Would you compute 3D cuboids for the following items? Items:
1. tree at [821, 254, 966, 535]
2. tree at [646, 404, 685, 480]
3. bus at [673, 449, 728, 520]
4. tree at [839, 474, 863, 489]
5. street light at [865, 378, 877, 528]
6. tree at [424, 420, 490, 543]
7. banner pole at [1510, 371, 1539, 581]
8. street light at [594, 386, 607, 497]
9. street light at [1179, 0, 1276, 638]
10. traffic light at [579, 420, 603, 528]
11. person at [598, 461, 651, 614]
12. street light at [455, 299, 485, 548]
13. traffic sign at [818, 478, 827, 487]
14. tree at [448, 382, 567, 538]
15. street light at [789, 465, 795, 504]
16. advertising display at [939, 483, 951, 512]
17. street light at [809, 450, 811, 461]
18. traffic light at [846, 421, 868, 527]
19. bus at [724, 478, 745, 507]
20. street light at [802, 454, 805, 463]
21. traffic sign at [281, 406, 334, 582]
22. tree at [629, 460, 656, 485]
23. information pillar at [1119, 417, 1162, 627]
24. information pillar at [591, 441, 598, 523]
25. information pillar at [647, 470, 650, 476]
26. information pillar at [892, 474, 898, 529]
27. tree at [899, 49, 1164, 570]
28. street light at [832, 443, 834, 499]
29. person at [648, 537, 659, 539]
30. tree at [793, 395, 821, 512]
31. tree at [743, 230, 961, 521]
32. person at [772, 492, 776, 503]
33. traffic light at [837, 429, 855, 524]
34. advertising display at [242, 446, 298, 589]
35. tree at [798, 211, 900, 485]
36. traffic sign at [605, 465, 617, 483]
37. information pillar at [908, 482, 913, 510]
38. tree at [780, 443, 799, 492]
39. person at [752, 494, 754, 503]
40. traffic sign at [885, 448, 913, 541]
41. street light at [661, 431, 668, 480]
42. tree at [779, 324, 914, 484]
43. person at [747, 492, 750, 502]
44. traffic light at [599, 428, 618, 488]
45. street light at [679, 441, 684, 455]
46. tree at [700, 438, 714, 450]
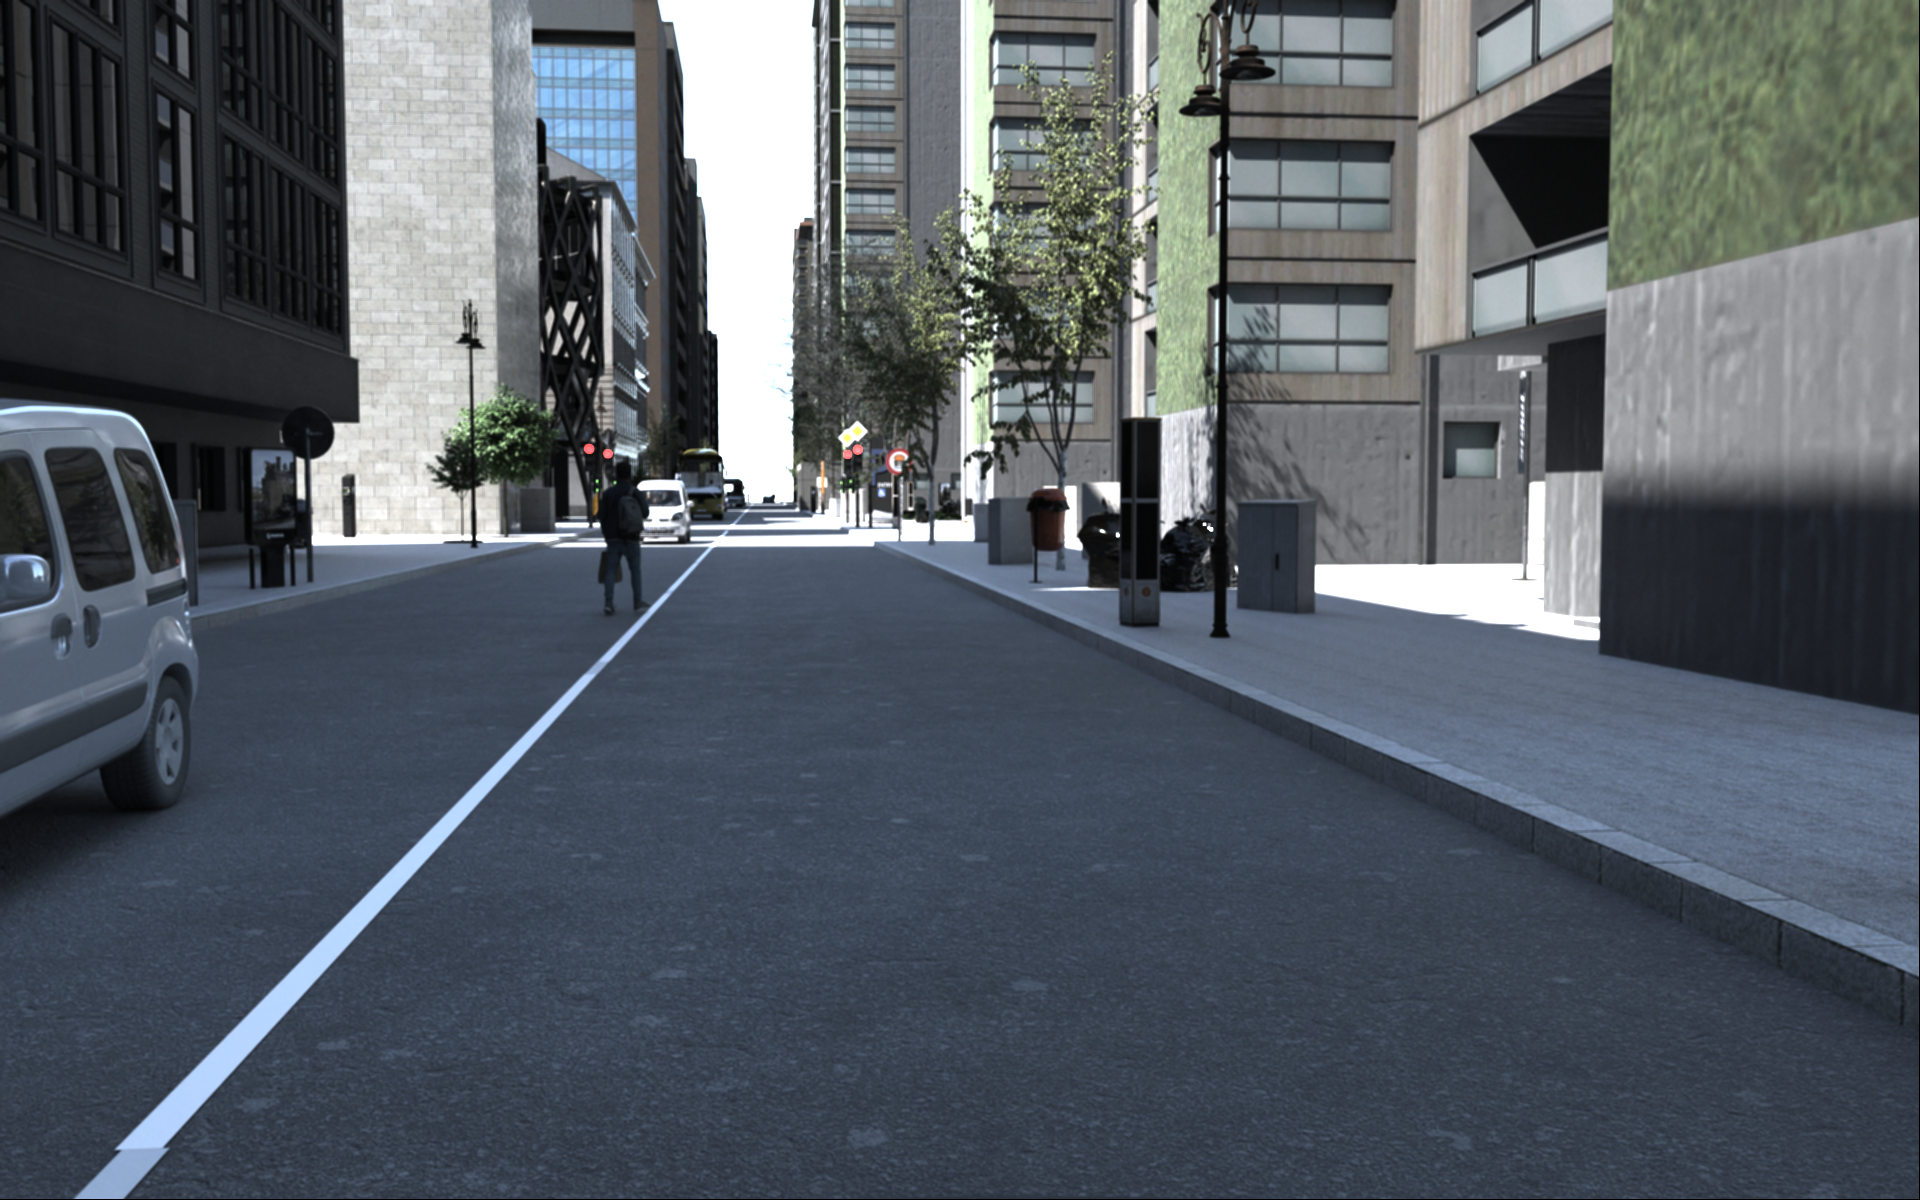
[{"bbox_3d":[-1.820,-6.327,53.810,4.360,8.622,3.978,0,3,0],"label":"tree"},{"bbox_3d":[-24.078,-11.508,138.519,4.737,8.622,4.395,0,3,0],"label":"tree"},{"bbox_3d":[-14.680,-6.540,98.471,2.896,3.916,12.252,0,4,-8],"label":"bus"},{"bbox_3d":[-6.725,-6.780,105.456,1.663,3.219,1.824,0,3,0],"label":"tree"},{"bbox_3d":[-3.406,-5.687,65.775,0.468,5.910,1.993,0,4,-6],"label":"street light"},{"bbox_3d":[-13.271,-3.122,45.651,1.663,3.219,1.824,0,3,0],"label":"tree"},{"bbox_3d":[8.405,-2.189,25.813,0.401,3.779,0.863,0,4,7],"label":"banner pole"},{"bbox_3d":[-15.333,-6.198,74.132,0.468,5.910,1.993,0,4,-6],"label":"street light"},{"bbox_3d":[2.334,-2.605,15.374,0.468,5.910,1.993,0,4,-6],"label":"street light"},{"bbox_3d":[-13.954,-4.681,65.452,0.839,4.253,0.868,0,4,-6],"label":"traffic light"},{"bbox_3d":[-4.060,-0.746,20.687,0.794,1.824,0.713,1,4,22],"label":"person"},{"bbox_3d":[-11.620,-4.187,41.253,0.468,5.910,1.993,0,4,-6],"label":"street light"},{"bbox_3d":[-8.583,-6.468,107.888,0.606,2.300,0.079,0,4,-3],"label":"traffic sign"},{"bbox_3d":[-13.282,-4.108,50.878,4.285,4.588,4.351,0,3,0],"label":"tree"},{"bbox_3d":[-21.548,-15.420,224.900,0.468,5.910,1.993,0,4,-6],"label":"street light"},{"bbox_3d":[-0.882,-5.772,99.583,0.123,1.923,0.974,3,4,37],"label":"advertising display"},{"bbox_3d":[-12.873,-10.772,148.907,0.468,5.910,1.993,0,4,-6],"label":"street light"},{"bbox_3d":[-3.959,-4.751,66.605,0.839,4.253,0.868,0,4,-6],"label":"traffic light"},{"bbox_3d":[-25.401,-12.057,191.986,2.948,3.499,13.247,-1,4,-8],"label":"bus"},{"bbox_3d":[-15.817,-12.369,175.018,0.468,5.910,1.993,0,4,-6],"label":"street light"},{"bbox_3d":[-9.486,-1.535,25.208,0.768,2.556,0.104,0,3,0],"label":"traffic sign"},{"bbox_3d":[-18.136,-6.358,98.548,1.663,3.219,1.824,0,3,0],"label":"tree"},{"bbox_3d":[1.747,-0.753,16.808,0.304,2.012,0.304,-1,4,-21],"label":"information pillar"},{"bbox_3d":[-16.103,-5.191,76.221,0.183,3.616,0.504,-3,4,-38],"label":"information pillar"},{"bbox_3d":[-26.093,-9.383,144.774,0.504,3.616,0.183,3,5,42],"label":"information pillar"},{"bbox_3d":[-2.284,-3.574,62.922,0.304,2.012,0.304,0,4,8],"label":"information pillar"},{"bbox_3d":[1.610,-4.820,29.176,4.737,8.622,4.395,0,3,0],"label":"tree"},{"bbox_3d":[-7.247,-7.716,98.939,0.468,5.910,1.993,0,4,-6],"label":"street light"},{"bbox_3d":[-9.817,-2.615,55.541,0.394,1.301,0.425,0,4,7],"label":"person"},{"bbox_3d":[-10.242,-10.774,126.518,4.360,8.622,3.978,0,3,0],"label":"tree"},{"bbox_3d":[-4.977,-10.435,80.977,12.009,13.543,11.850,0,3,0],"label":"tree"},{"bbox_3d":[-28.427,-15.641,264.776,0.990,1.755,0.434,3,4,36],"label":"person"},{"bbox_3d":[-4.865,-5.237,74.538,0.839,4.253,0.868,0,4,-6],"label":"traffic light"},{"bbox_3d":[-9.447,-1.134,23.760,0.123,1.923,0.974,1,4,16],"label":"advertising display"},{"bbox_3d":[-0.952,-5.702,43.589,4.737,8.622,4.395,0,3,0],"label":"tree"},{"bbox_3d":[-15.380,-4.701,76.959,0.768,2.556,0.104,0,4,-1],"label":"traffic sign"},{"bbox_3d":[-3.048,-6.268,106.980,0.304,2.012,0.304,0,4,-5],"label":"information pillar"},{"bbox_3d":[-22.114,-17.358,234.172,4.737,8.622,4.395,0,3,0],"label":"tree"},{"bbox_3d":[-34.269,-16.799,286.429,0.557,1.426,1.065,-2,4,-28],"label":"person"},{"bbox_3d":[-1.664,-2.903,47.564,0.768,2.556,0.104,0,4,-5],"label":"traffic sign"},{"bbox_3d":[-21.131,-9.262,124.218,0.468,5.910,1.993,0,4,-6],"label":"street light"},{"bbox_3d":[-6.094,-9.665,92.430,7.601,10.594,8.767,-2,4,-25],"label":"tree"},{"bbox_3d":[-36.702,-17.811,300.373,0.621,1.740,0.551,2,4,27],"label":"person"},{"bbox_3d":[-14.860,-5.166,73.386,0.839,4.253,0.868,0,4,-6],"label":"traffic light"},{"bbox_3d":[-24.018,-10.817,149.642,0.468,5.910,1.993,0,4,-6],"label":"street light"},{"bbox_3d":[-33.802,-16.761,224.401,4.737,8.622,4.395,0,3,0],"label":"tree"}]
